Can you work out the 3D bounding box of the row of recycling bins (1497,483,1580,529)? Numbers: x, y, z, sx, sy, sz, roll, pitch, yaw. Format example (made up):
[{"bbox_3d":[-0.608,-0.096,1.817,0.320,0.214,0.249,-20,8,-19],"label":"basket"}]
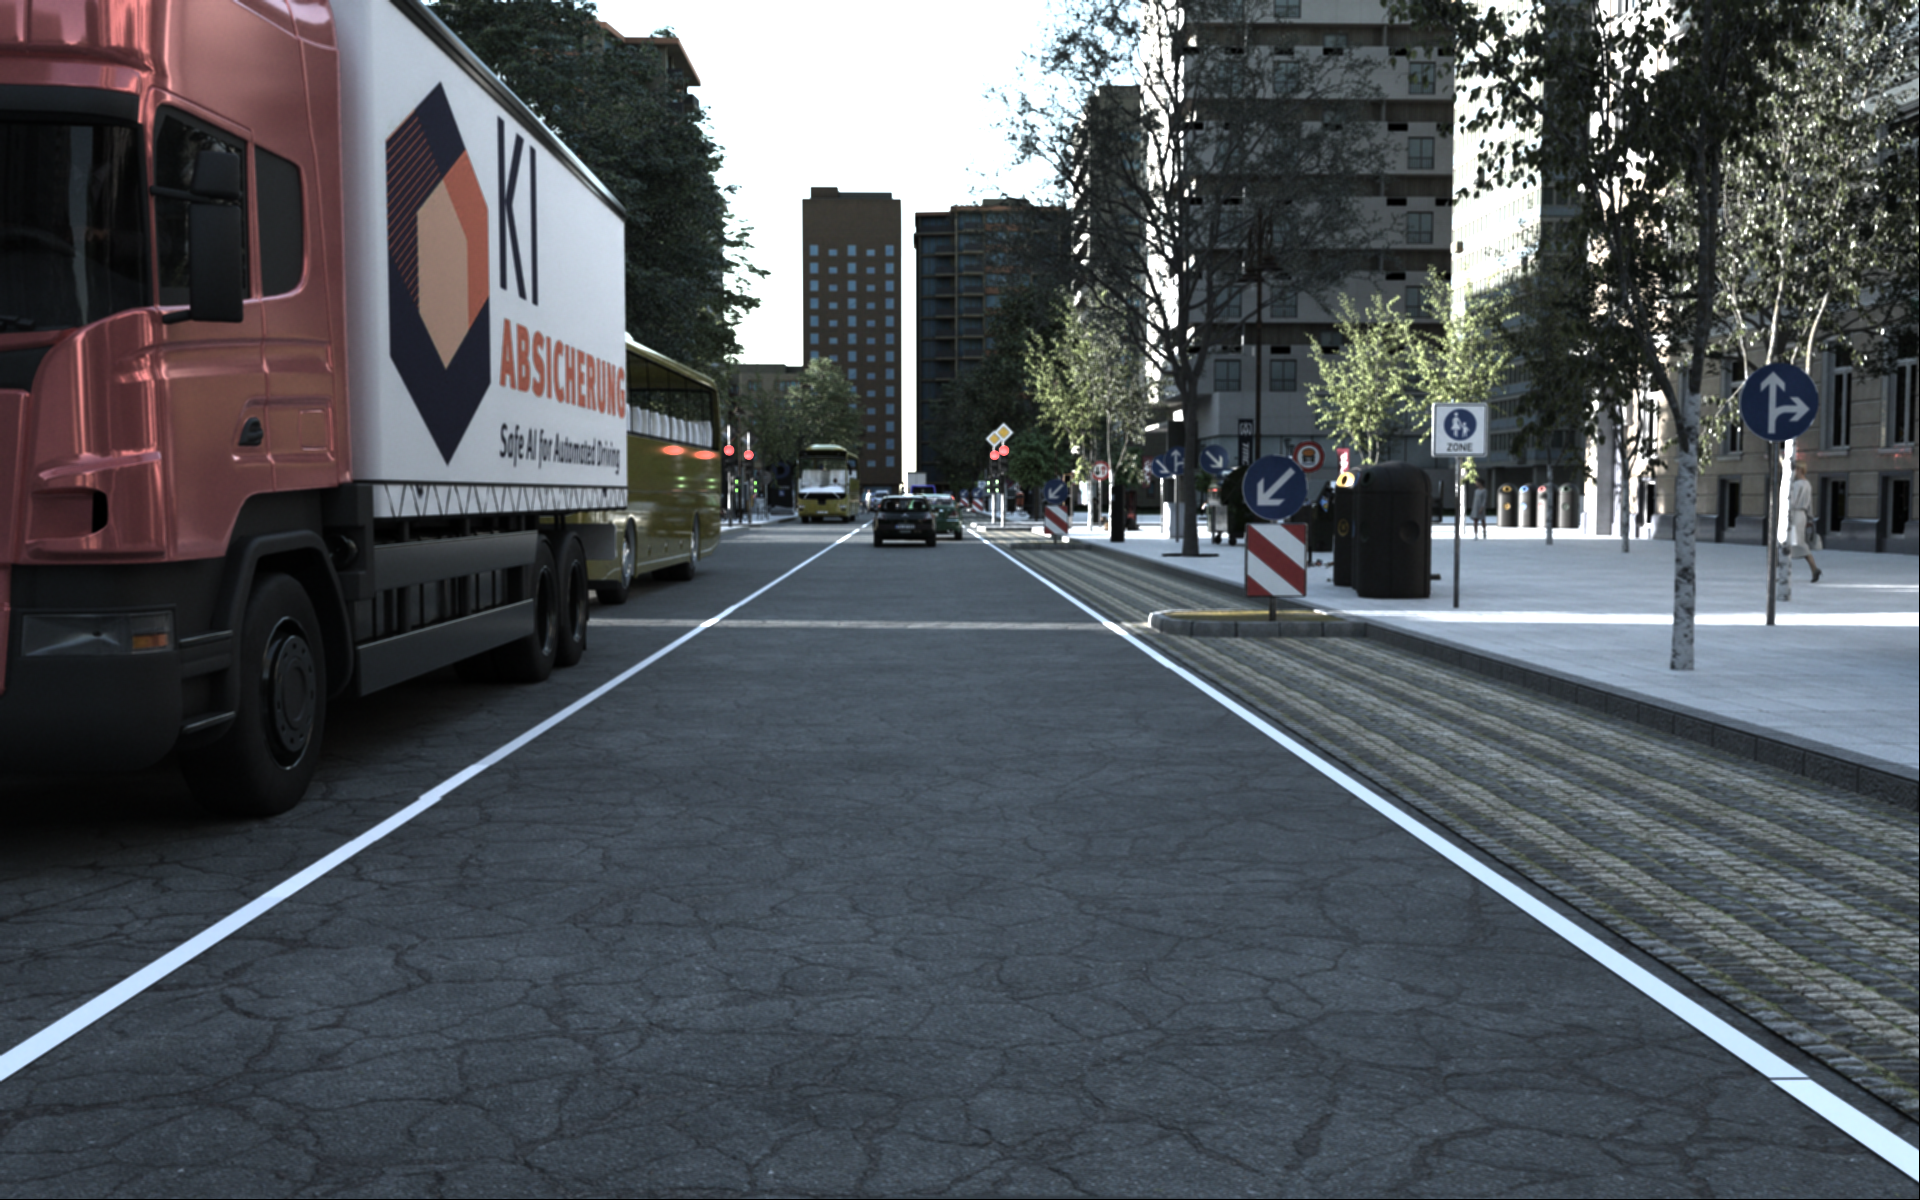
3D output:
[{"bbox_3d":[21.954,-3.588,65.784,1.069,1.692,3.534,-2,4,-35],"label":"row of recycling bins"}]

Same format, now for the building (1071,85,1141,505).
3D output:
[{"bbox_3d":[24.649,-35.399,202.475,21.300,48.544,21.600,0,4,-1],"label":"building"}]

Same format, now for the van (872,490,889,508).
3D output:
[{"bbox_3d":[-8.207,-10.666,181.402,2.013,2.044,4.112,0,4,-2],"label":"van"}]

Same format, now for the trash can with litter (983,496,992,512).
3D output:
[{"bbox_3d":[2.139,-6.981,125.519,0.624,1.170,1.055,2,4,25],"label":"trash can with litter"}]

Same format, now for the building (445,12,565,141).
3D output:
[{"bbox_3d":[-34.649,-18.383,105.074,19.350,26.468,34.151,0,4,-1],"label":"building"}]

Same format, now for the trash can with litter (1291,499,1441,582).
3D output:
[{"bbox_3d":[6.320,-0.911,25.949,2.233,1.210,1.678,-1,4,-23],"label":"trash can with litter"}]

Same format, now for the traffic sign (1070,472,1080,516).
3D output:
[{"bbox_3d":[6.512,-6.101,99.863,0.768,2.556,0.104,0,4,2],"label":"traffic sign"}]

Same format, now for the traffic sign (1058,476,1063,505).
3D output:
[{"bbox_3d":[5.874,-6.331,103.519,0.884,2.594,0.081,0,4,2],"label":"traffic sign"}]

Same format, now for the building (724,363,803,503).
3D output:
[{"bbox_3d":[-37.330,-25.459,261.292,28.899,21.520,27.650,0,4,-1],"label":"building"}]

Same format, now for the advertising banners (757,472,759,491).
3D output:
[{"bbox_3d":[-15.713,-8.638,137.418,0.090,3.025,2.074,-2,4,-30],"label":"advertising banners"}]

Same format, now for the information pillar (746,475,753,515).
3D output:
[{"bbox_3d":[-12.905,-7.029,106.272,0.183,3.616,0.504,3,4,38],"label":"information pillar"}]

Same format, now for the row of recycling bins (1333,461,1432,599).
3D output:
[{"bbox_3d":[5.580,-0.962,22.846,1.069,1.692,3.534,0,4,6],"label":"row of recycling bins"}]

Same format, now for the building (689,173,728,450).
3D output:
[{"bbox_3d":[-38.937,-30.805,195.539,23.993,40.220,32.217,0,4,-1],"label":"building"}]

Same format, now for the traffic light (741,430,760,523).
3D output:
[{"bbox_3d":[-9.172,-5.304,75.649,0.839,4.253,0.868,0,4,-1],"label":"traffic light"}]

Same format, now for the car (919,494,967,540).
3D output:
[{"bbox_3d":[-0.834,-2.663,55.335,2.131,1.459,4.920,0,4,0],"label":"car"}]

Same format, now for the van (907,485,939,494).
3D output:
[{"bbox_3d":[-2.549,-7.024,119.221,2.240,2.365,5.245,0,4,-1],"label":"van"}]

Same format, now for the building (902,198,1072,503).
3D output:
[{"bbox_3d":[5.809,-36.963,258.971,28.867,44.769,22.147,0,4,-1],"label":"building"}]

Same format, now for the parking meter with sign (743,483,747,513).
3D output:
[{"bbox_3d":[-14.294,-7.333,116.154,1.738,3.016,0.543,2,4,33],"label":"parking meter with sign"}]

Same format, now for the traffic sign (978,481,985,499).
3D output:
[{"bbox_3d":[1.686,-8.083,134.287,0.606,2.300,0.079,0,4,0],"label":"traffic sign"}]

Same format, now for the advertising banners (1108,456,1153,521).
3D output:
[{"bbox_3d":[7.798,-5.075,79.168,2.074,3.025,0.090,0,4,0],"label":"advertising banners"}]

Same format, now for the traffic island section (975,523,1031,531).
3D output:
[{"bbox_3d":[1.733,-2.801,68.073,2.009,0.180,2.903,0,4,-1],"label":"traffic island section"}]

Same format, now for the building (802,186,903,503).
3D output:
[{"bbox_3d":[-15.623,-36.983,254.775,14.200,45.320,14.600,0,4,-1],"label":"building"}]

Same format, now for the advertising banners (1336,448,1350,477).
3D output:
[{"bbox_3d":[15.098,-4.207,64.980,2.074,3.025,0.090,2,4,32],"label":"advertising banners"}]

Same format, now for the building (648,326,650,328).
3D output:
[{"bbox_3d":[-30.226,-18.179,133.386,11.583,22.565,21.152,0,4,-1],"label":"building"}]

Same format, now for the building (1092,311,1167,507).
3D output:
[{"bbox_3d":[28.777,-20.377,178.196,27.650,21.520,28.899,0,4,-1],"label":"building"}]

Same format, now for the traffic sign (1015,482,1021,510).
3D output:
[{"bbox_3d":[4.546,-8.561,139.982,0.884,2.594,0.081,0,4,5],"label":"traffic sign"}]

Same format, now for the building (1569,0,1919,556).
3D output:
[{"bbox_3d":[26.001,-15.792,44.099,13.634,28.700,20.117,0,4,-1],"label":"building"}]

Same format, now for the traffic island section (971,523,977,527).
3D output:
[{"bbox_3d":[1.525,-3.289,76.055,2.009,0.180,2.903,0,4,-1],"label":"traffic island section"}]

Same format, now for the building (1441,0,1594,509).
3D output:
[{"bbox_3d":[44.898,-25.368,106.648,23.993,40.220,32.217,0,4,-1],"label":"building"}]

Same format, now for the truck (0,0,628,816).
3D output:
[{"bbox_3d":[-4.260,-1.356,11.077,2.839,4.237,11.283,0,4,-2],"label":"truck"}]

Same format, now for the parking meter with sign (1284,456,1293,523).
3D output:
[{"bbox_3d":[14.788,-4.968,77.494,0.543,3.016,1.738,1,4,16],"label":"parking meter with sign"}]

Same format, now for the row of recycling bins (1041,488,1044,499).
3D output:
[{"bbox_3d":[6.207,-7.149,124.004,1.069,1.692,3.534,-1,4,-10],"label":"row of recycling bins"}]

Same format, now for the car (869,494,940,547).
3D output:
[{"bbox_3d":[-1.554,-2.362,48.406,2.009,1.686,4.222,0,4,-2],"label":"car"}]

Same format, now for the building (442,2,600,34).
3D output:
[{"bbox_3d":[-63.239,-49.988,255.561,20.611,71.187,20.563,0,4,-1],"label":"building"}]

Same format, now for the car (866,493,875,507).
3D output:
[{"bbox_3d":[-9.476,-11.073,190.630,1.945,1.707,3.694,0,4,0],"label":"car"}]

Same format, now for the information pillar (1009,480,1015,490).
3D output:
[{"bbox_3d":[3.966,-8.575,131.563,0.504,3.616,0.183,-1,4,-21],"label":"information pillar"}]

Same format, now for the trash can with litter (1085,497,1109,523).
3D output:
[{"bbox_3d":[5.989,-3.925,75.569,1.055,1.170,0.624,-3,5,-43],"label":"trash can with litter"}]

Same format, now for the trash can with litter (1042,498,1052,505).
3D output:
[{"bbox_3d":[5.637,-6.057,110.425,0.624,1.170,1.055,1,4,19],"label":"trash can with litter"}]

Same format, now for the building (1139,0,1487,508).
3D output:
[{"bbox_3d":[29.328,-33.522,137.320,28.713,52.752,27.495,0,4,-1],"label":"building"}]

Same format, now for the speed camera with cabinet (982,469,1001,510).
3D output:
[{"bbox_3d":[2.497,-8.673,136.140,2.038,3.252,0.660,-2,4,-31],"label":"speed camera with cabinet"}]

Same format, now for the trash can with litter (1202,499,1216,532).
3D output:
[{"bbox_3d":[8.588,-2.855,58.067,0.624,1.170,1.055,2,4,33],"label":"trash can with litter"}]

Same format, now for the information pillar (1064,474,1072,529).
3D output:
[{"bbox_3d":[3.995,-3.647,64.119,0.304,2.012,0.304,0,4,8],"label":"information pillar"}]

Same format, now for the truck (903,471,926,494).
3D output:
[{"bbox_3d":[-5.760,-14.156,220.362,2.839,4.237,11.283,0,4,-3],"label":"truck"}]

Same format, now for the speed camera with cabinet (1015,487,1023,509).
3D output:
[{"bbox_3d":[4.940,-9.295,146.313,0.660,3.252,2.038,2,4,27],"label":"speed camera with cabinet"}]

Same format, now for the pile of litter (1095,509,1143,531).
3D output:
[{"bbox_3d":[5.584,-2.884,61.115,1.719,0.858,1.176,0,4,7],"label":"pile of litter"}]

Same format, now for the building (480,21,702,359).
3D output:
[{"bbox_3d":[-36.348,-31.160,164.096,22.147,44.769,28.867,0,4,-1],"label":"building"}]

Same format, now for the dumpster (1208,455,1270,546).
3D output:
[{"bbox_3d":[7.137,-2.515,43.610,1.502,2.255,1.985,0,4,-1],"label":"dumpster"}]
